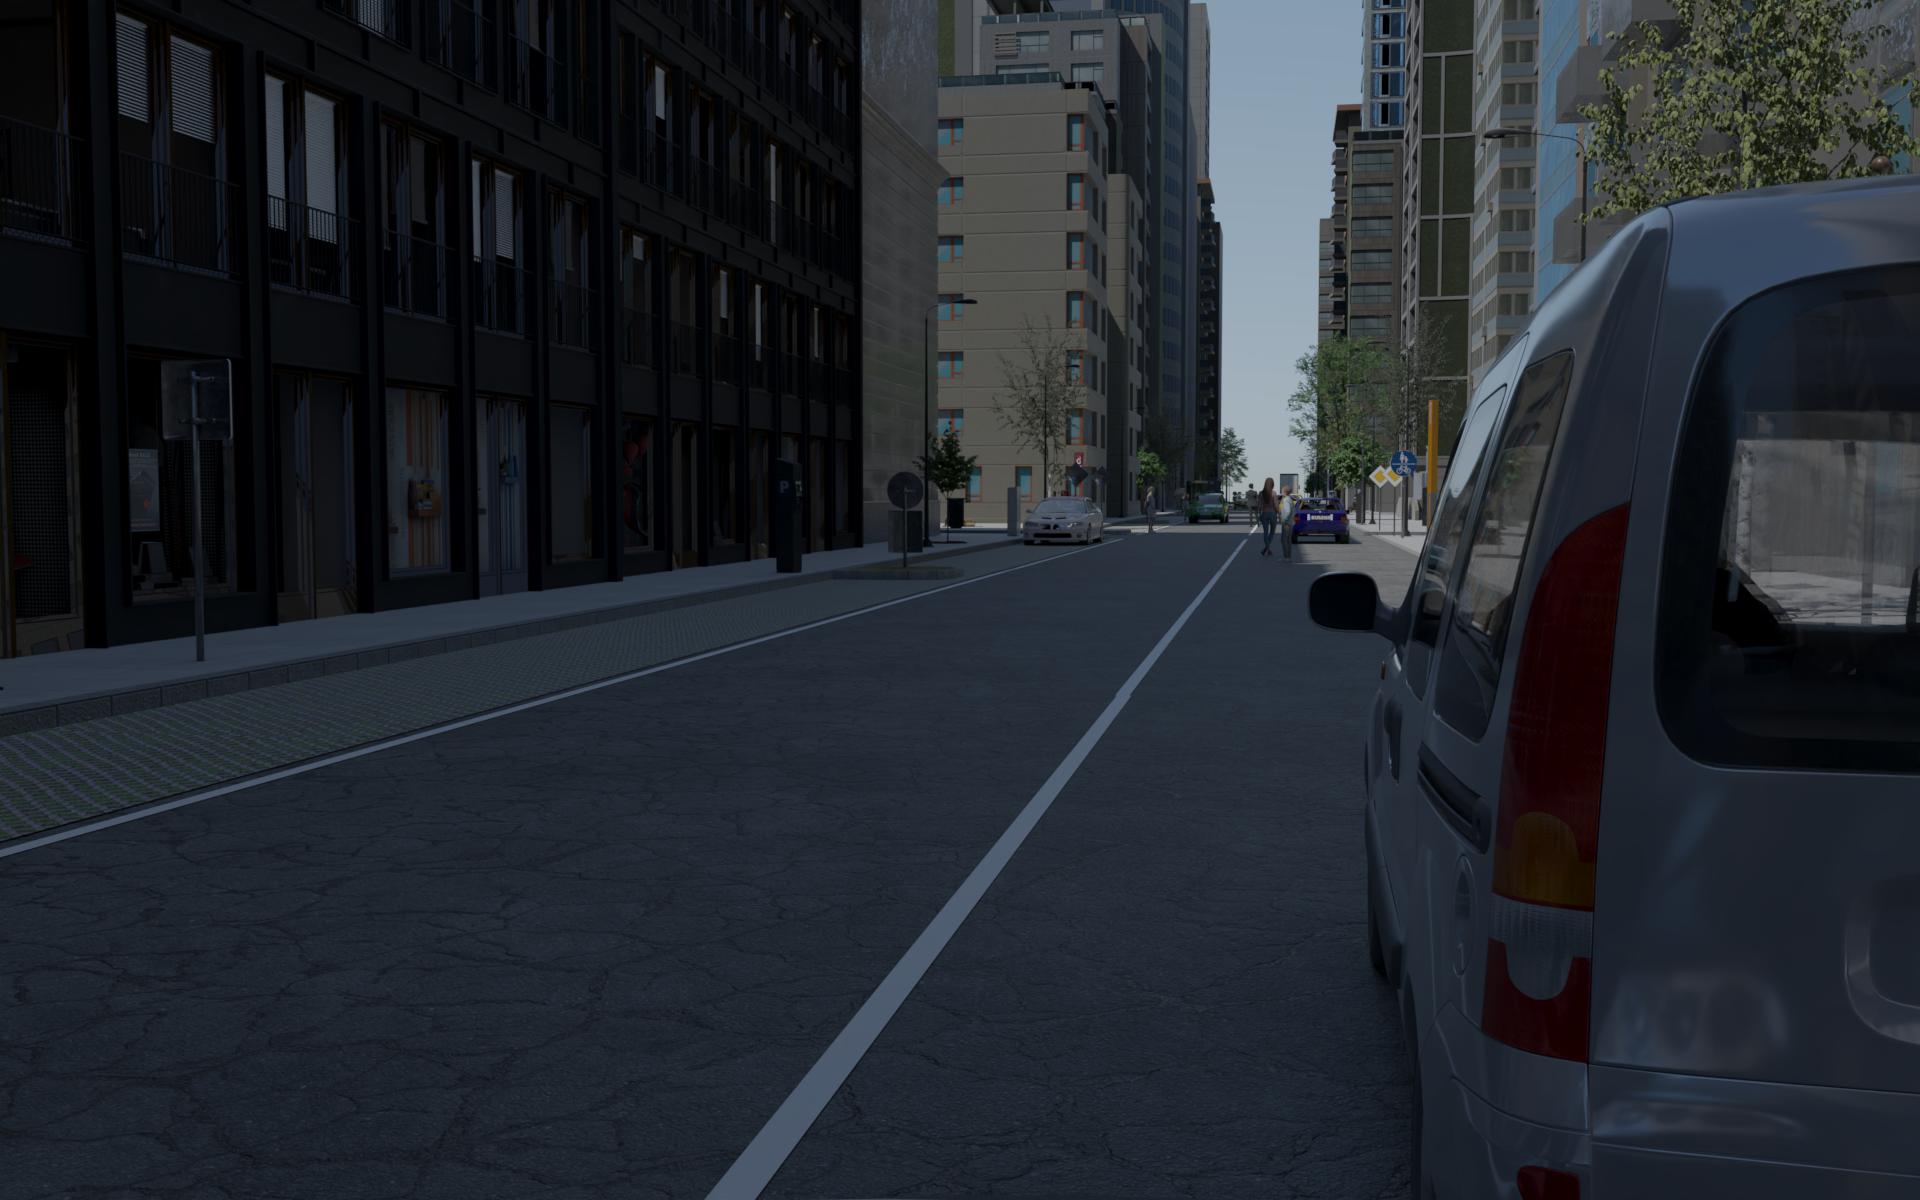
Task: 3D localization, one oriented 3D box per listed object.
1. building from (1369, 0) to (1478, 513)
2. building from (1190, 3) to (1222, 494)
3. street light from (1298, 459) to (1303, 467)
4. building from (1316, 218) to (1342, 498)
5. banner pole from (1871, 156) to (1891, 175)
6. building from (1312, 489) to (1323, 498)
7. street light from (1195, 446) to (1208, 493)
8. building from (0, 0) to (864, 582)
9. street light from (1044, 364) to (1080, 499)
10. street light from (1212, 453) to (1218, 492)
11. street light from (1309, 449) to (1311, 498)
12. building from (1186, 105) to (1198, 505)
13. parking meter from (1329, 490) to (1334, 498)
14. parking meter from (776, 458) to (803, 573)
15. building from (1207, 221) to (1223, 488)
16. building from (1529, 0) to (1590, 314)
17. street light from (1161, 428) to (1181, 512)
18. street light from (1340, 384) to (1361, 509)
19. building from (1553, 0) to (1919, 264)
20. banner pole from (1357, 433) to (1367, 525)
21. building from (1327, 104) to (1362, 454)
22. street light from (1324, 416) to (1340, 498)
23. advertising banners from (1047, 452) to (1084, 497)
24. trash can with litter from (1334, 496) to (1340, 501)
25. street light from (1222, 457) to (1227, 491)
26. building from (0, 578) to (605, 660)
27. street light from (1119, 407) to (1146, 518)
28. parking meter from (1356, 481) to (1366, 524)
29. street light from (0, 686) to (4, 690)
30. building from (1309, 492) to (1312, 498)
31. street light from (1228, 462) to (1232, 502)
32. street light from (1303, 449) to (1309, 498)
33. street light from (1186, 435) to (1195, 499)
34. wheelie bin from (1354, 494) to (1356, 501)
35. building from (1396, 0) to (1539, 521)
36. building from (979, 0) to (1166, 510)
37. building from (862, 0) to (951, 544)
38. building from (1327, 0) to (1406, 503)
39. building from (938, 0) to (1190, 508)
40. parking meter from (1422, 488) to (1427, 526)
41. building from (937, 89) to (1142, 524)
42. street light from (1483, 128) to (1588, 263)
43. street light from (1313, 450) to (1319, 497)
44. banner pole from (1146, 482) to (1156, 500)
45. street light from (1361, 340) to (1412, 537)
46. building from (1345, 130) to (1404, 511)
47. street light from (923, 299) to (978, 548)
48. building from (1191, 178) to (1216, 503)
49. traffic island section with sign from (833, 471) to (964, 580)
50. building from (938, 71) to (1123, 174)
[{"bbox_3d":[39.684,-41.663,119.441,20.563,71.187,20.611,1,4,10],"label":"building"},{"bbox_3d":[28.967,-50.233,259.553,20.563,71.187,20.611,1,4,10],"label":"building"},{"bbox_3d":[45.837,-15.701,229.258,1.470,5.913,1.316,1,4,10],"label":"street light"},{"bbox_3d":[60.153,-35.065,256.901,14.154,41.232,14.086,1,4,10],"label":"building"},{"bbox_3d":[6.831,-1.417,13.178,0.401,3.779,0.863,0,4,1],"label":"banner pole"},{"bbox_3d":[65.338,-33.299,236.322,32.217,40.220,23.993,1,4,10],"label":"building"},{"bbox_3d":[23.298,-11.964,168.156,1.470,5.913,1.316,1,4,10],"label":"street light"},{"bbox_3d":[-9.802,-12.509,34.208,12.332,23.373,15.834,1,4,10],"label":"building"},{"bbox_3d":[3.600,-5.480,62.140,1.470,5.913,1.316,1,4,10],"label":"street light"},{"bbox_3d":[28.934,-13.804,198.235,1.470,5.913,1.316,1,4,10],"label":"street light"},{"bbox_3d":[30.822,-10.738,148.106,1.470,5.913,1.316,1,4,10],"label":"street light"},{"bbox_3d":[19.999,-33.645,200.202,14.600,45.320,14.200,1,4,10],"label":"building"},{"bbox_3d":[25.355,-6.719,118.274,0.372,1.533,0.369,0,3,0],"label":"parking meter"},{"bbox_3d":[-2.773,-1.373,28.168,0.399,1.863,0.255,2,4,27],"label":"parking meter"},{"bbox_3d":[34.670,-38.339,276.955,14.600,45.320,14.200,1,4,10],"label":"building"},{"bbox_3d":[29.824,-25.355,64.666,14.200,45.320,14.600,1,4,10],"label":"building"},{"bbox_3d":[14.858,-9.153,122.199,1.470,5.913,1.316,1,4,10],"label":"street light"},{"bbox_3d":[16.954,-6.166,73.352,1.470,5.913,1.316,1,4,10],"label":"street light"},{"bbox_3d":[24.386,-25.268,32.742,23.786,49.044,30.456,1,4,10],"label":"building"},{"bbox_3d":[16.704,-5.007,71.879,0.401,3.779,0.863,1,4,9],"label":"banner pole"},{"bbox_3d":[52.142,-32.803,190.953,22.147,44.769,28.867,1,4,10],"label":"building"},{"bbox_3d":[22.430,-8.004,103.409,1.470,5.913,1.316,1,4,10],"label":"street light"},{"bbox_3d":[4.432,-4.708,73.163,2.074,3.025,0.090,3,5,43],"label":"advertising banners"},{"bbox_3d":[28.032,-7.129,127.942,1.055,1.170,0.624,2,4,28],"label":"trash can with litter"},{"bbox_3d":[32.797,-15.084,219.160,1.470,5.913,1.316,1,4,10],"label":"street light"},{"bbox_3d":[-12.438,-11.524,18.095,12.332,23.373,15.834,1,4,10],"label":"building"},{"bbox_3d":[9.163,-7.317,92.182,1.470,5.913,1.316,1,4,10],"label":"street light"},{"bbox_3d":[17.338,-4.233,74.925,0.255,1.863,0.399,-2,4,-31],"label":"parking meter"},{"bbox_3d":[-5.916,-2.354,11.034,1.470,5.913,1.316,1,4,10],"label":"street light"},{"bbox_3d":[72.250,-35.692,275.437,32.217,40.220,23.993,1,4,10],"label":"building"},{"bbox_3d":[38.346,-16.921,249.204,1.470,5.913,1.316,1,4,10],"label":"street light"},{"bbox_3d":[36.517,-12.637,179.148,1.470,5.913,1.316,1,4,10],"label":"street light"},{"bbox_3d":[17.649,-10.083,137.402,1.470,5.913,1.316,1,4,10],"label":"street light"},{"bbox_3d":[28.350,-7.027,122.796,0.693,1.594,0.980,0,4,-3],"label":"wheelie bin"},{"bbox_3d":[39.135,-24.136,86.512,32.217,40.220,23.993,1,4,10],"label":"building"},{"bbox_3d":[9.502,-28.180,144.329,14.154,41.232,14.086,1,4,10],"label":"building"},{"bbox_3d":[-13.552,-15.442,49.745,25.104,27.353,12.463,1,4,10],"label":"building"},{"bbox_3d":[46.171,-51.799,159.589,22.319,86.520,31.000,1,4,10],"label":"building"},{"bbox_3d":[10.490,-38.109,165.089,21.231,58.520,28.212,1,4,10],"label":"building"},{"bbox_3d":[18.736,-3.735,69.477,0.372,1.533,0.369,0,3,0],"label":"parking meter"},{"bbox_3d":[-5.483,-15.034,90.852,27.650,21.520,28.899,1,4,10],"label":"building"},{"bbox_3d":[7.338,-3.028,22.054,1.470,5.913,1.316,1,4,10],"label":"street light"},{"bbox_3d":[28.119,-9.840,133.427,1.470,5.913,1.316,1,4,10],"label":"street light"},{"bbox_3d":[13.555,-8.156,123.365,0.863,3.779,0.401,0,3,0],"label":"banner pole"},{"bbox_3d":[12.950,-4.877,52.281,1.470,5.913,1.316,1,4,10],"label":"street light"},{"bbox_3d":[38.417,-22.513,139.782,14.160,30.474,14.107,1,4,10],"label":"building"},{"bbox_3d":[-0.275,-4.215,41.462,1.470,5.913,1.316,1,4,10],"label":"street light"},{"bbox_3d":[23.226,-35.550,235.874,22.147,44.769,28.867,1,4,10],"label":"building"},{"bbox_3d":[-0.991,-1.284,29.620,1.989,1.847,2.006,1,4,10],"label":"traffic island section with sign"},{"bbox_3d":[3.817,-21.469,122.723,14.160,30.474,14.107,1,4,10],"label":"building"}]
